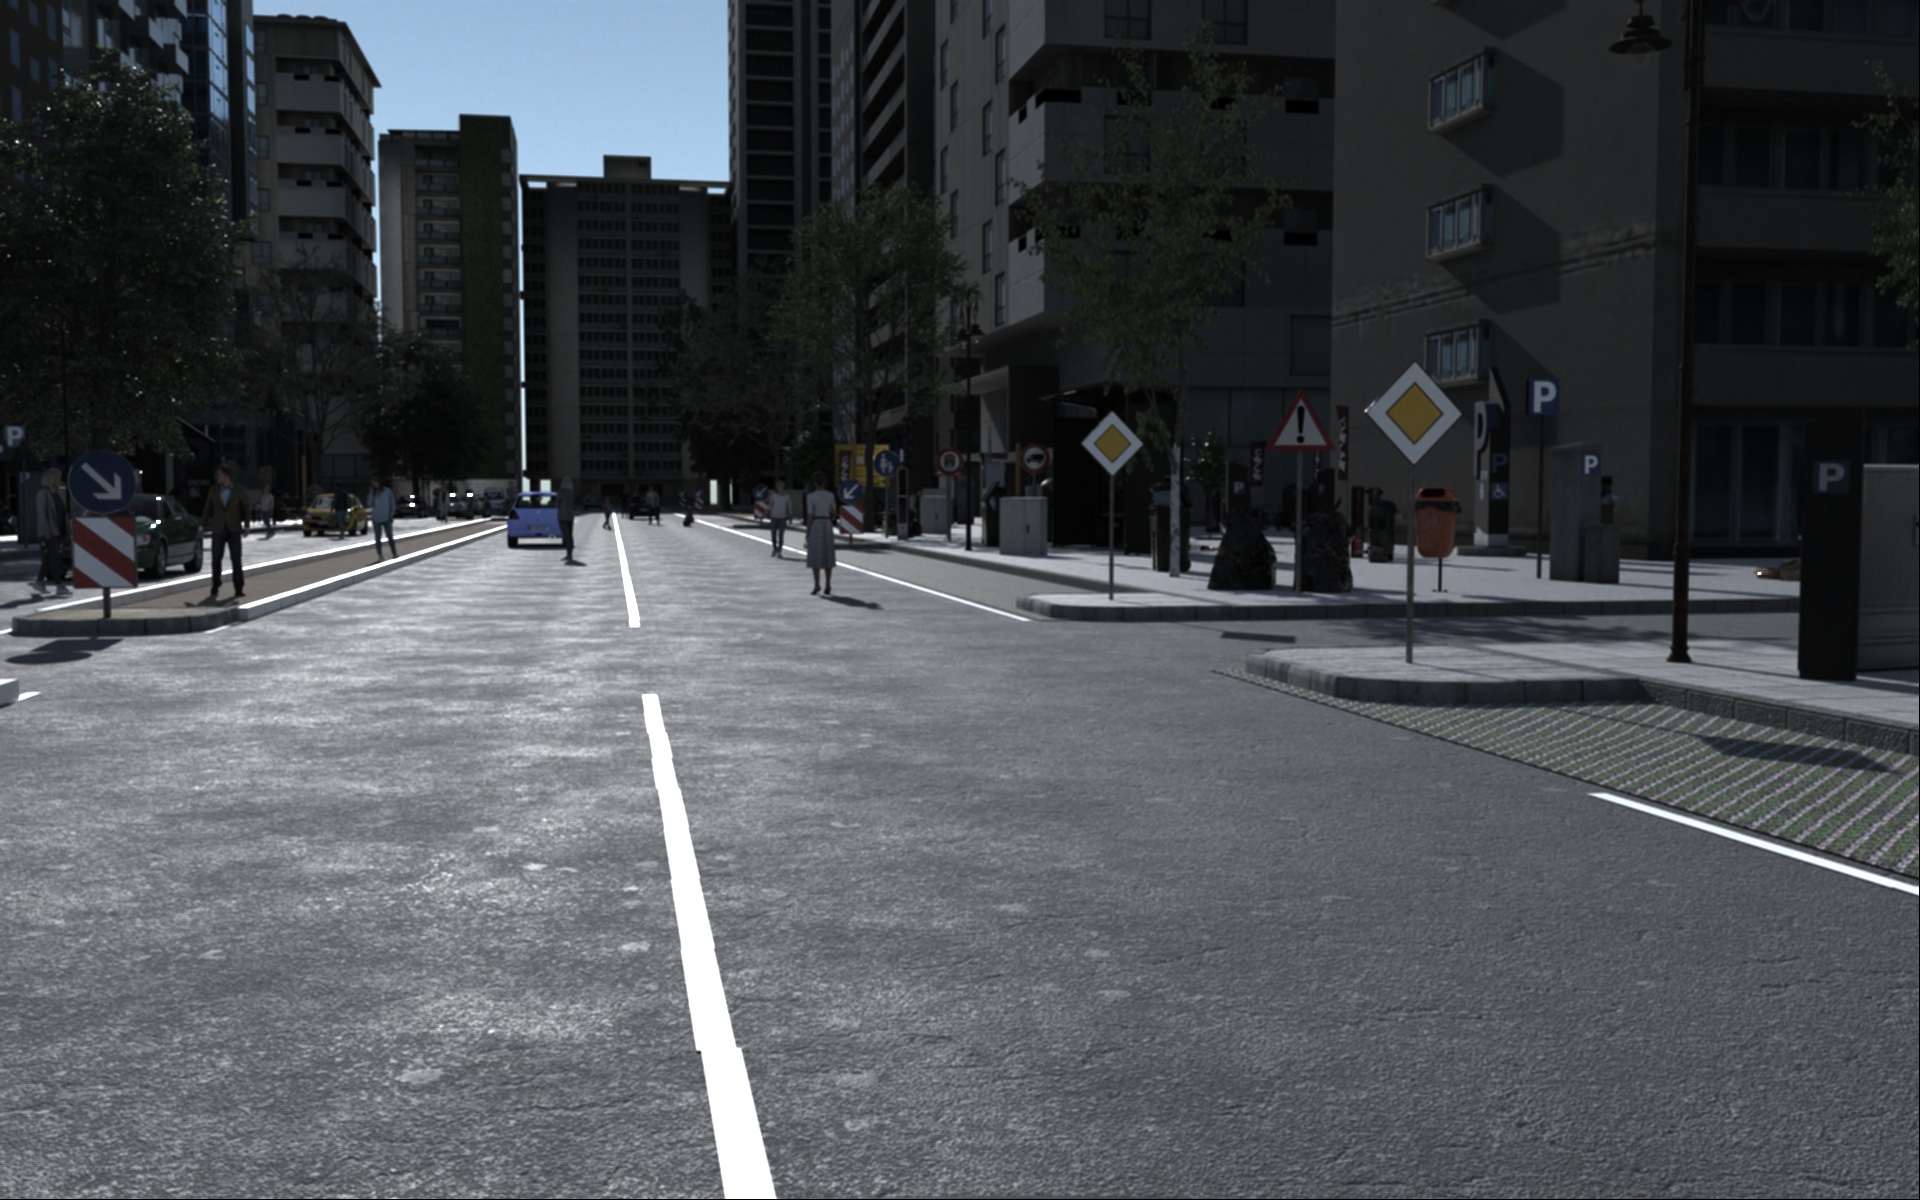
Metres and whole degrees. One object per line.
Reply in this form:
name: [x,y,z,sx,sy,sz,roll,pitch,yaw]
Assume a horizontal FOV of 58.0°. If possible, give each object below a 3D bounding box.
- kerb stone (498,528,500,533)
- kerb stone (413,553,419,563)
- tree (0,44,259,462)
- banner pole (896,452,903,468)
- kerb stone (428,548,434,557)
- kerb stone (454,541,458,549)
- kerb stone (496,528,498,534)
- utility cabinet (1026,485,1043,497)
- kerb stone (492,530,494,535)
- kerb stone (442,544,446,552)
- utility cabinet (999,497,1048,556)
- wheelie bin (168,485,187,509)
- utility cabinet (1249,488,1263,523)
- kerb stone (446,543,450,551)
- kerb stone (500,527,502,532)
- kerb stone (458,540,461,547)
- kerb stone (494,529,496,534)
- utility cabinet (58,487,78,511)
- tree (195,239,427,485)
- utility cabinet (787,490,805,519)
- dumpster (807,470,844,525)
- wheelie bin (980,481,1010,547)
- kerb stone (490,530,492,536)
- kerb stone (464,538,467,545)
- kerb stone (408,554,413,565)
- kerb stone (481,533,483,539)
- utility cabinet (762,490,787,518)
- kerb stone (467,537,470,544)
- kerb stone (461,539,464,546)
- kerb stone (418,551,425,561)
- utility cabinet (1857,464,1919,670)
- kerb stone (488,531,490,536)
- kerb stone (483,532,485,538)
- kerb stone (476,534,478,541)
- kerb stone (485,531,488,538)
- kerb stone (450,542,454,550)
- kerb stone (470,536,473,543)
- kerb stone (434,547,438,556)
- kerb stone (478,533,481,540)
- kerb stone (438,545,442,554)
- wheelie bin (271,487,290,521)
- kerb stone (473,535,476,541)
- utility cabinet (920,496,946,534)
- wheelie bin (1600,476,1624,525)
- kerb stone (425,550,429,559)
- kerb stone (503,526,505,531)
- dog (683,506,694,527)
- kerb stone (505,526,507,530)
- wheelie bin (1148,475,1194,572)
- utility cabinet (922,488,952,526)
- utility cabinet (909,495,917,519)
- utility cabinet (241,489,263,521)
kerb stone: [-16.742,-2.452,62.324,0.120,0.150,1.000,-1,4,-11]
kerb stone: [-11.456,-0.854,36.159,0.120,0.150,1.000,-1,4,-11]
tree: [-25.403,-8.816,50.797,9.857,13.997,8.962,0,3,0]
banner pole: [-2.887,-6.087,89.543,0.863,3.779,0.401,0,4,-6]
kerb stone: [-12.060,-1.038,39.166,0.120,0.150,1.000,-1,4,-11]
kerb stone: [-13.287,-1.402,45.208,0.120,0.150,1.000,-1,4,-11]
kerb stone: [-16.548,-2.393,61.320,0.120,0.150,1.000,-1,4,-11]
utility cabinet: [1.903,-2.206,44.744,0.318,1.500,1.173,0,4,-5]
kerb stone: [-16.139,-2.269,59.296,0.120,0.150,1.000,-1,4,-11]
kerb stone: [-12.679,-1.222,42.170,0.120,0.150,1.000,-1,4,-11]
utility cabinet: [1.328,-1.547,36.450,1.020,1.237,0.306,2,4,32]
wheelie bin: [-25.862,-3.013,57.170,0.693,1.594,0.980,-2,4,-28]
utility cabinet: [10.897,-3.491,65.760,1.173,1.500,0.318,-1,4,-14]
kerb stone: [-12.883,-1.283,43.172,0.120,0.150,1.000,-1,4,-11]
kerb stone: [-16.948,-2.516,63.325,0.120,0.150,1.000,-1,4,-11]
kerb stone: [-13.495,-1.468,46.208,0.120,0.150,1.000,-1,4,-11]
kerb stone: [-16.336,-2.329,60.309,0.120,0.150,1.000,-1,4,-11]
utility cabinet: [-28.372,-2.870,55.609,0.318,1.500,1.173,2,4,31]
tree: [-31.048,-10.579,83.331,12.009,13.543,11.850,0,3,0]
utility cabinet: [-8.584,-4.953,89.656,1.173,1.500,0.318,-3,4,-36]
dumpster: [-5.500,-4.230,71.651,1.502,2.255,1.985,-1,4,-12]
wheelie bin: [0.878,-2.109,42.393,0.693,1.594,0.980,-1,4,-11]
kerb stone: [-15.930,-2.208,58.293,0.120,0.150,1.000,-1,4,-11]
kerb stone: [-13.894,-1.588,48.217,0.120,0.150,1.000,-1,4,-11]
kerb stone: [-11.265,-0.790,35.154,0.120,0.150,1.000,-1,4,-11]
kerb stone: [-15.114,-1.961,54.260,0.120,0.150,1.000,-1,4,-11]
utility cabinet: [-9.593,-4.893,88.673,1.173,1.500,0.318,1,4,9]
kerb stone: [-14.099,-1.653,49.233,0.120,0.150,1.000,-1,4,-11]
kerb stone: [-13.688,-1.530,47.215,0.120,0.150,1.000,-1,4,-11]
kerb stone: [-11.659,-0.915,37.161,0.120,0.150,1.000,-1,4,-11]
utility cabinet: [6.802,-0.244,12.673,1.173,1.500,0.318,-1,4,-22]
kerb stone: [-15.724,-2.146,57.289,0.120,0.150,1.000,-1,4,-11]
kerb stone: [-15.325,-2.019,55.261,0.120,0.150,1.000,-1,4,-11]
kerb stone: [-14.719,-1.837,52.249,0.120,0.150,1.000,-1,4,-11]
kerb stone: [-15.526,-2.084,56.269,0.120,0.150,1.000,-1,4,-11]
kerb stone: [-13.086,-1.345,44.190,0.120,0.150,1.000,-1,4,-11]
kerb stone: [-14.300,-1.715,50.235,0.120,0.150,1.000,-1,4,-11]
kerb stone: [-12.268,-1.099,40.167,0.120,0.150,1.000,-1,4,-11]
kerb stone: [-14.912,-1.900,53.257,0.120,0.150,1.000,-1,4,-11]
kerb stone: [-12.476,-1.159,41.168,0.120,0.150,1.000,-1,4,-11]
wheelie bin: [-32.377,-4.556,82.401,0.980,1.594,0.693,-2,4,-28]
kerb stone: [-14.510,-1.776,51.243,0.120,0.150,1.000,-1,4,-11]
utility cabinet: [-0.823,-2.750,56.124,1.020,1.237,0.306,3,4,36]
wheelie bin: [11.038,-1.361,30.158,0.980,1.594,0.693,1,4,9]
kerb stone: [-11.867,-0.977,38.162,0.120,0.150,1.000,-1,4,-11]
kerb stone: [-17.353,-2.639,65.335,0.120,0.150,1.000,-1,4,-11]
dog: [-11.971,-3.648,76.486,0.513,0.831,0.800,0,4,7]
kerb stone: [-17.551,-2.700,66.338,0.120,0.150,1.000,-1,4,-11]
wheelie bin: [3.490,-1.278,28.798,0.693,1.594,0.980,0,4,-5]
utility cabinet: [-0.912,-3.645,68.273,1.173,1.500,0.318,0,3,0]
utility cabinet: [-2.204,-4.755,88.899,0.306,1.237,1.020,2,4,33]
utility cabinet: [-33.655,-4.486,82.033,1.173,1.500,0.318,0,3,0]
